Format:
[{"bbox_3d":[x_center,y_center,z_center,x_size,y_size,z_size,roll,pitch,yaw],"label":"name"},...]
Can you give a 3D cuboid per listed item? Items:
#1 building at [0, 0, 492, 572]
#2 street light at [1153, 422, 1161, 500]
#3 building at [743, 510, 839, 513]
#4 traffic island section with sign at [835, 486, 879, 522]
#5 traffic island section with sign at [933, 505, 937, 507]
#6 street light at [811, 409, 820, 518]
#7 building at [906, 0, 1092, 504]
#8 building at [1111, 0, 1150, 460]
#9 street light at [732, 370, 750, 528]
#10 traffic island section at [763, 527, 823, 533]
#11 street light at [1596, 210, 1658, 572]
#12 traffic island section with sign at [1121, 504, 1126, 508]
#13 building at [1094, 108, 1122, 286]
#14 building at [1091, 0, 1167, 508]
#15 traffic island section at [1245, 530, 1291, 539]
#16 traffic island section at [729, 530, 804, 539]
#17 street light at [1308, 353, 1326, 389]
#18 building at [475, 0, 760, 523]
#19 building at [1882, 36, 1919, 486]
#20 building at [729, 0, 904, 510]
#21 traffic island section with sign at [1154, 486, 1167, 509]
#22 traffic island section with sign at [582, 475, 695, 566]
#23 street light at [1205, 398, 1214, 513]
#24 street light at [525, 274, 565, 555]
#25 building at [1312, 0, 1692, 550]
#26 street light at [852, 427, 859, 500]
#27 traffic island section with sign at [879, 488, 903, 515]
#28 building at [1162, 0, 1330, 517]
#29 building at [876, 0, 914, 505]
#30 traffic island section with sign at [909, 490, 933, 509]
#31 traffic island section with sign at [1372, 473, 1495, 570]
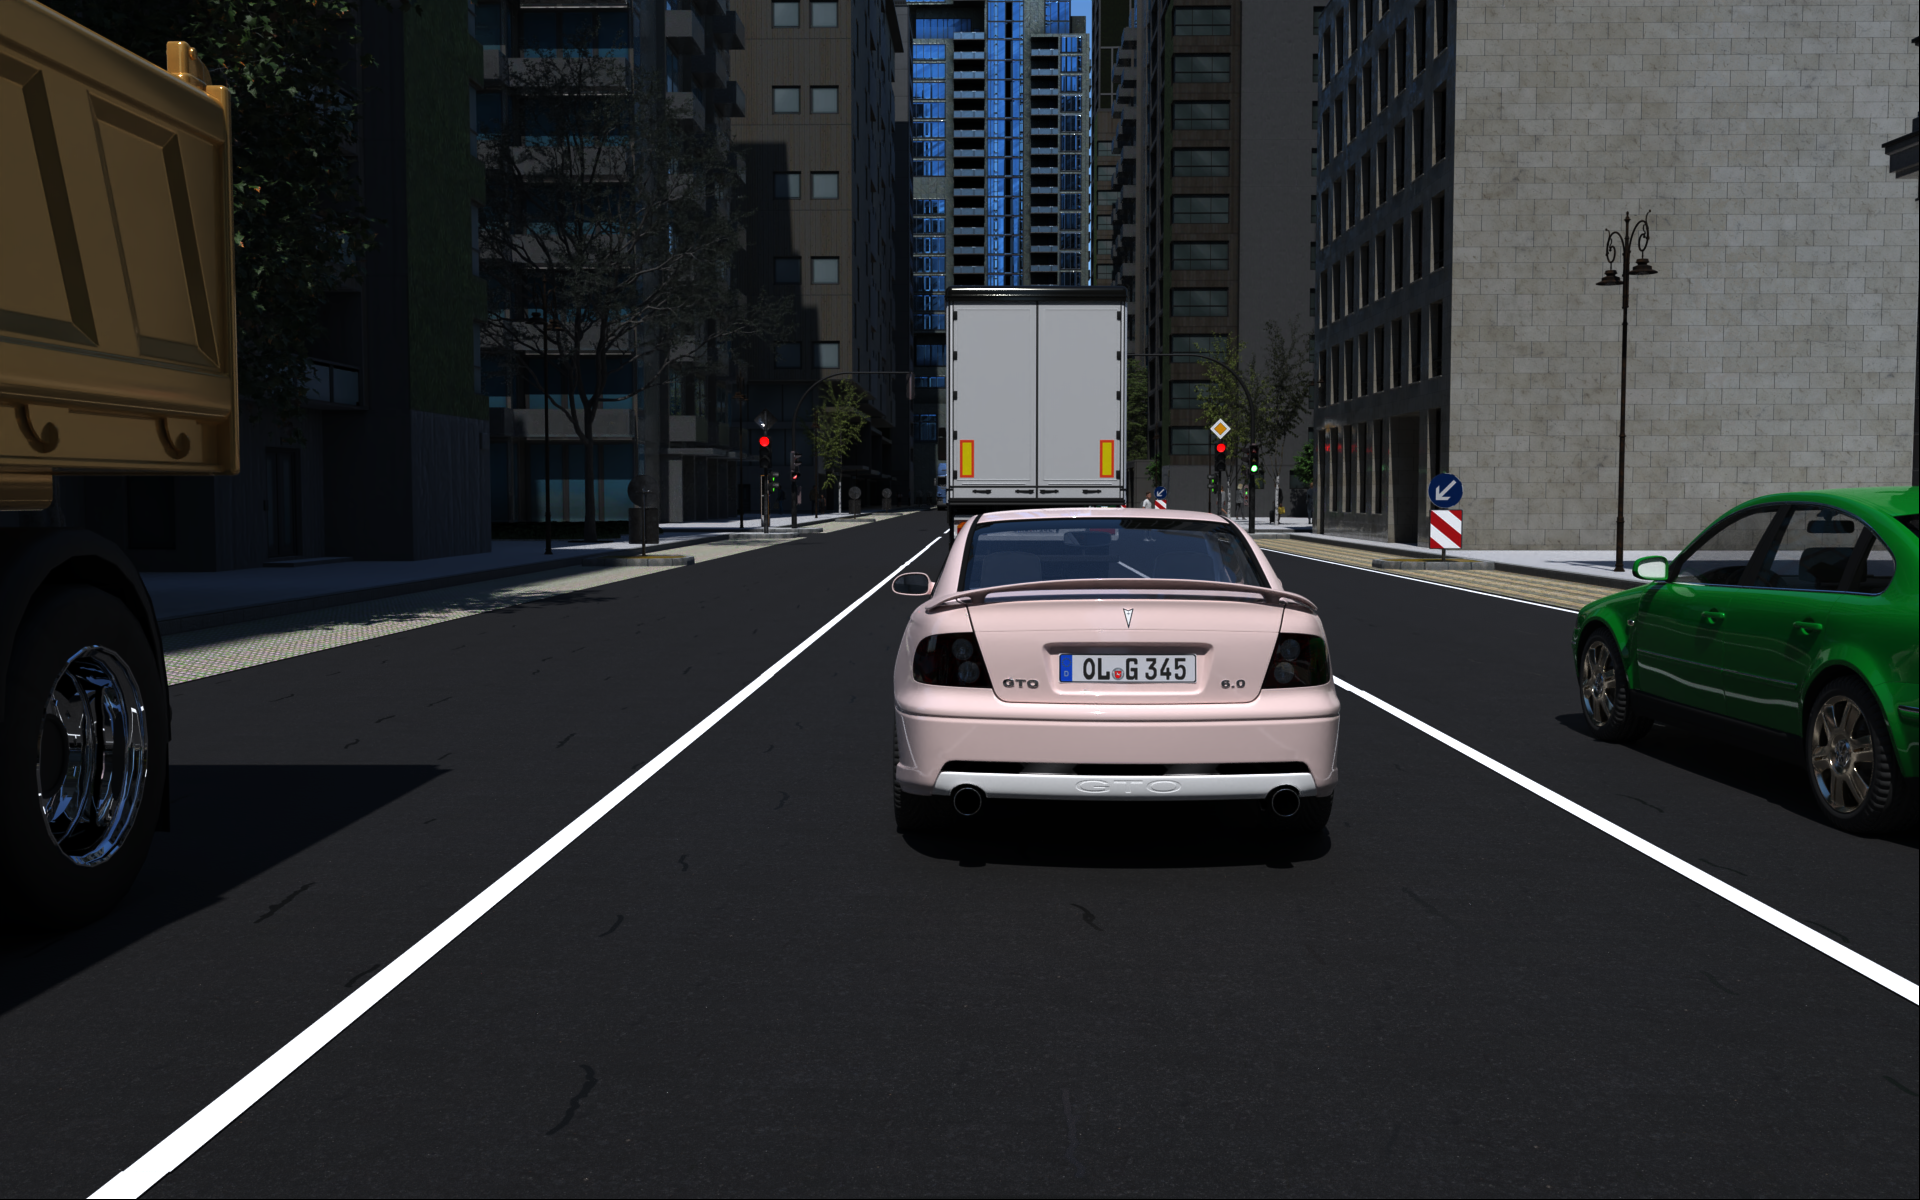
[{"bbox_3d":[-17.489,-21.204,30.274,14.154,41.232,14.086,0,4,1],"label":"building"},{"bbox_3d":[12.584,-8.451,110.960,0.468,5.910,1.993,0,4,1],"label":"street light"},{"bbox_3d":[-20.583,-34.470,152.826,28.713,52.752,27.495,0,4,1],"label":"building"},{"bbox_3d":[-5.376,-4.933,89.274,1.989,1.847,2.006,0,4,1],"label":"traffic island section with sign"},{"bbox_3d":[-3.336,-11.323,193.759,1.989,1.847,2.006,0,4,1],"label":"traffic island section with sign"},{"bbox_3d":[-7.680,-7.317,92.421,0.468,5.910,1.993,0,4,1],"label":"street light"},{"bbox_3d":[4.312,-56.274,232.749,31.000,86.520,22.319,0,4,1],"label":"building"},{"bbox_3d":[25.934,-33.295,163.985,23.786,49.044,30.456,0,4,1],"label":"building"},{"bbox_3d":[-8.179,-5.622,64.713,0.468,5.910,1.993,0,4,1],"label":"street light"},{"bbox_3d":[-6.194,-2.586,64.565,2.009,0.180,2.903,0,4,1],"label":"traffic island section"},{"bbox_3d":[10.914,-3.407,28.494,0.468,5.910,1.993,0,4,1],"label":"street light"},{"bbox_3d":[10.672,-6.574,116.104,1.989,1.847,2.006,0,4,1],"label":"traffic island section with sign"},{"bbox_3d":[21.352,-30.782,186.881,14.154,41.232,14.086,0,4,1],"label":"building"},{"bbox_3d":[23.942,-46.788,203.235,20.563,71.187,20.611,0,4,1],"label":"building"},{"bbox_3d":[9.488,-2.079,56.267,2.009,0.180,2.903,0,4,1],"label":"traffic island section"},{"bbox_3d":[-6.351,-2.098,56.581,2.009,0.180,2.903,0,4,1],"label":"traffic island section"},{"bbox_3d":[11.546,-5.069,55.669,0.468,5.910,1.993,0,4,1],"label":"street light"},{"bbox_3d":[-22.484,-28.314,82.539,23.786,49.044,30.456,0,4,1],"label":"building"},{"bbox_3d":[15.535,-10.251,18.515,10.553,20.767,40.483,0,4,1],"label":"building"},{"bbox_3d":[-20.738,-36.149,180.278,28.713,52.752,27.495,0,4,1],"label":"building"},{"bbox_3d":[10.137,-4.925,89.155,1.989,1.847,2.006,0,4,1],"label":"traffic island section with sign"},{"bbox_3d":[-6.441,-1.614,35.011,1.989,1.847,2.006,0,4,1],"label":"traffic island section with sign"},{"bbox_3d":[12.034,-6.761,83.337,0.468,5.910,1.993,0,4,1],"label":"street light"},{"bbox_3d":[-8.751,-3.906,36.656,0.468,5.910,1.993,0,4,1],"label":"street light"},{"bbox_3d":[16.467,-11.767,47.134,10.420,20.320,16.860,0,4,1],"label":"building"},{"bbox_3d":[-7.156,-8.979,119.598,0.468,5.910,1.993,0,4,1],"label":"street light"},{"bbox_3d":[-4.854,-6.581,116.224,1.989,1.847,2.006,0,4,1],"label":"traffic island section with sign"},{"bbox_3d":[18.727,-20.160,101.320,14.160,30.474,14.107,0,4,1],"label":"building"},{"bbox_3d":[-19.705,-40.535,204.740,28.212,58.520,21.231,0,4,1],"label":"building"},{"bbox_3d":[-3.861,-9.675,166.809,1.989,1.847,2.006,0,4,1],"label":"traffic island section with sign"},{"bbox_3d":[9.040,-1.513,33.362,1.989,1.847,2.006,0,4,1],"label":"traffic island section with sign"}]
